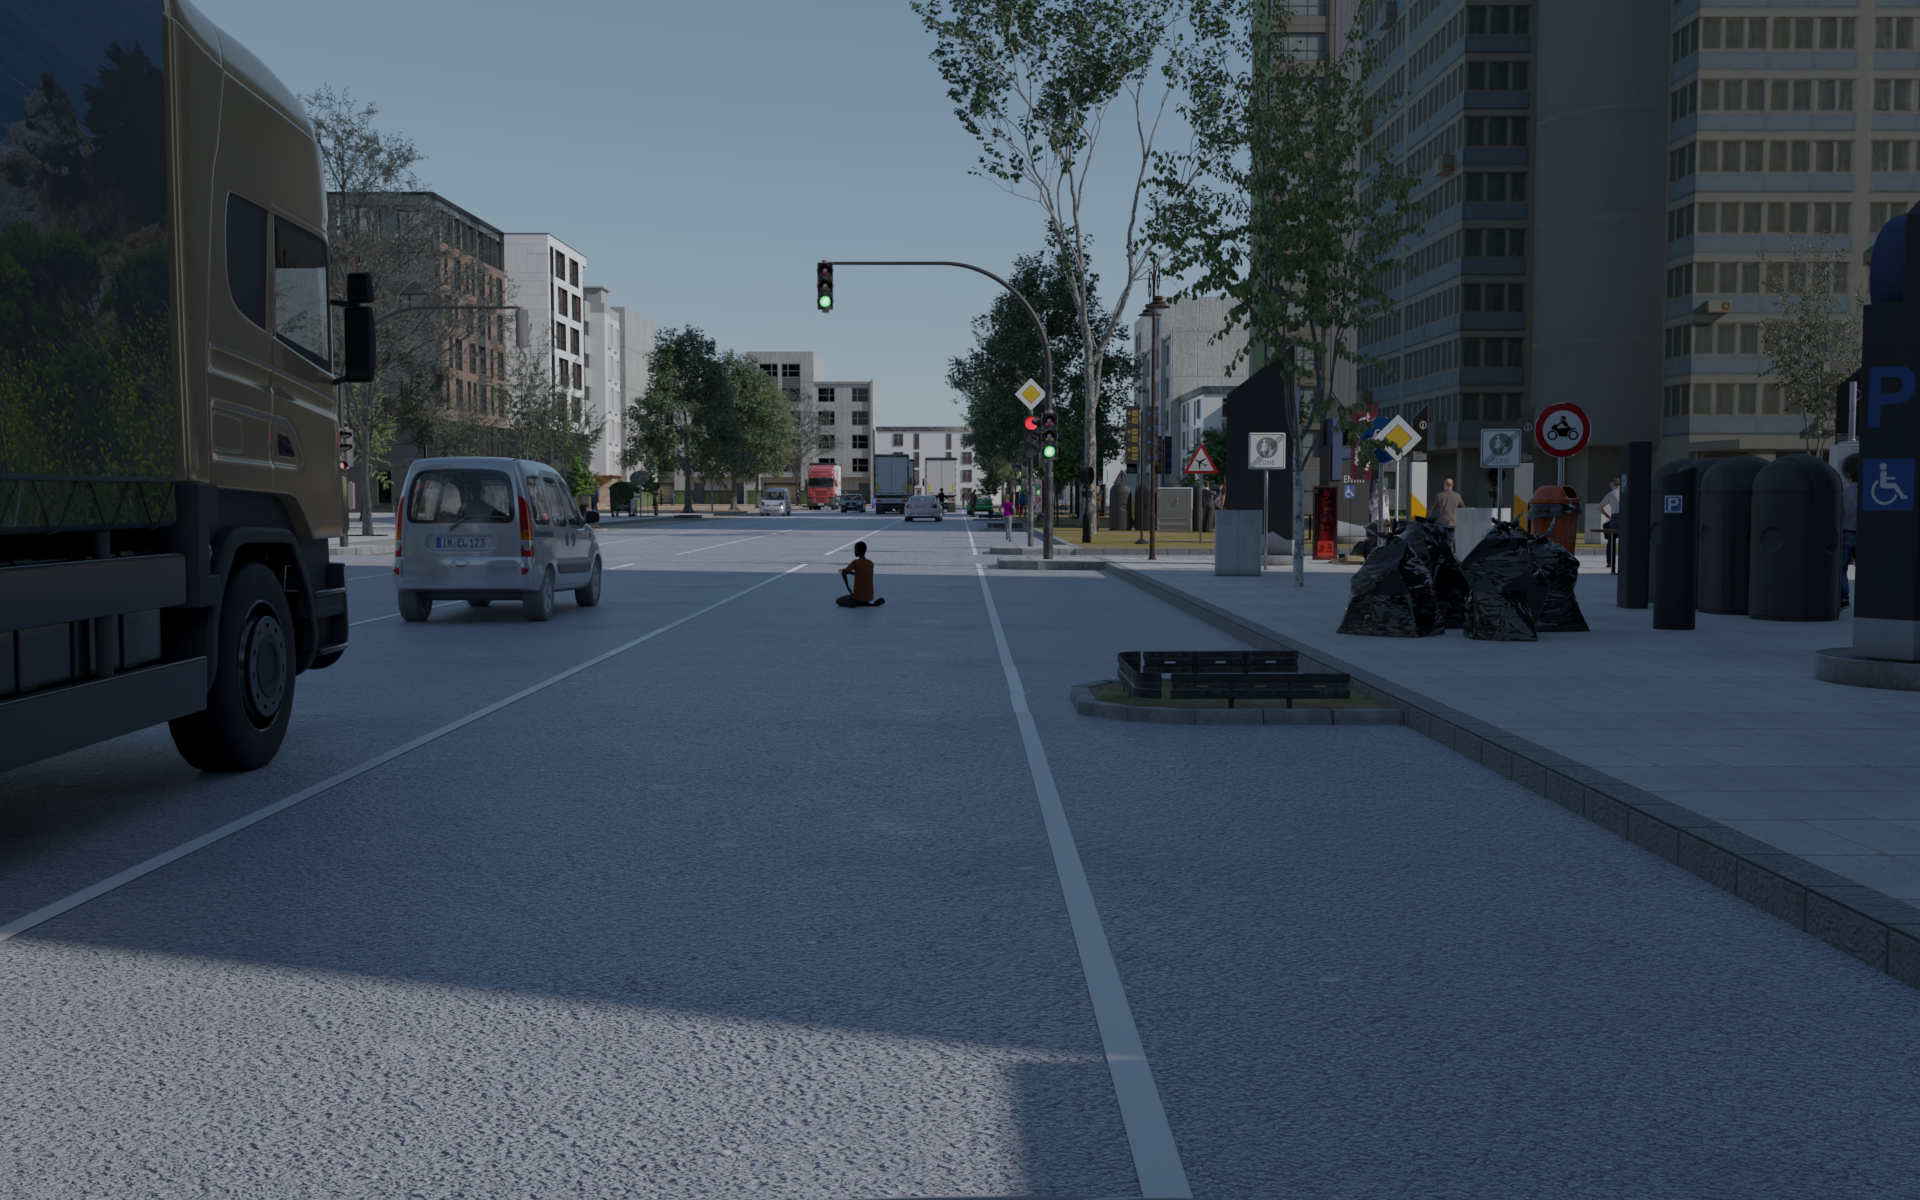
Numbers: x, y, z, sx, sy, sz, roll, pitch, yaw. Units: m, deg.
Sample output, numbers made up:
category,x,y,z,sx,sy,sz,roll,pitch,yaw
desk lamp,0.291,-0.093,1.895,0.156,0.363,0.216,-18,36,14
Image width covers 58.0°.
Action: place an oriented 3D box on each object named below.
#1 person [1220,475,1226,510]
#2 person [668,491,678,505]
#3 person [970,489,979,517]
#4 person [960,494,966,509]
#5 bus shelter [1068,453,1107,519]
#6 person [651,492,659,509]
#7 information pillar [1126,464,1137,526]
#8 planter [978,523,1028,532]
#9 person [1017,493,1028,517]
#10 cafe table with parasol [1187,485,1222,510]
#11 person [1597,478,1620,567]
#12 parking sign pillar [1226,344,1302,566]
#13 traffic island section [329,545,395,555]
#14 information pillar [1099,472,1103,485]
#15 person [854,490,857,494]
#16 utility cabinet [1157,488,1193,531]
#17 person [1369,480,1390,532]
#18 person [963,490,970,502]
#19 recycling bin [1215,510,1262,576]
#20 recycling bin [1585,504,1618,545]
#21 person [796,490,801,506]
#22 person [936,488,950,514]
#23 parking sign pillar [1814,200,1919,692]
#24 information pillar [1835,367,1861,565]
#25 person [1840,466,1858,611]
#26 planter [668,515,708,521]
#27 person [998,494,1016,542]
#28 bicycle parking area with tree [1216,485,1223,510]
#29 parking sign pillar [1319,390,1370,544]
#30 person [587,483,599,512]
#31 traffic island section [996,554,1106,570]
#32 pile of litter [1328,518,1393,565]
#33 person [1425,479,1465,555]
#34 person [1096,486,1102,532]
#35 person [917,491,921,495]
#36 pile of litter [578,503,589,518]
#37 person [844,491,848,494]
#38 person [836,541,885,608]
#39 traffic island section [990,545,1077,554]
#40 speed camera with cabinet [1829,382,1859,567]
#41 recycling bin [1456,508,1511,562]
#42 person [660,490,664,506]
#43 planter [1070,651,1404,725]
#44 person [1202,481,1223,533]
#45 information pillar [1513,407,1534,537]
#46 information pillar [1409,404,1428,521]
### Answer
category,x,y,z,sx,sy,sz,roll,pitch,yaw
person,7.282,-2.488,46.853,0.598,1.807,0.434,-1,4,-17
person,-33.083,-11.669,199.378,1.350,1.814,0.705,1,4,17
person,0.889,-5.988,107.088,0.565,1.739,0.600,3,4,38
person,0.369,-9.669,169.806,0.599,1.433,0.991,-3,5,-45
bus shelter,6.715,-7.021,92.422,2.179,5.291,8.768,0,4,0
person,-26.256,-8.701,149.021,0.721,1.735,1.217,-3,5,-43
information pillar,6.986,-4.834,70.389,0.504,3.616,0.183,3,4,37
planter,1.696,-2.790,66.751,1.991,0.319,1.994,0,3,0
person,3.515,-5.400,96.033,0.444,1.614,0.593,-3,5,-42
cafe table with parasol,12.389,-5.063,87.645,2.610,1.966,2.610,-3,4,-37
person,11.358,-1.331,30.015,0.614,1.554,0.590,1,4,12
parking sign pillar,5.528,-2.634,31.536,1.447,3.967,1.447,2,4,31
traffic island section,-14.984,-1.211,42.077,2.009,0.180,2.903,0,3,0
information pillar,8.701,-7.083,107.154,0.183,3.616,0.504,-2,4,-32
person,-8.929,-8.505,148.229,0.621,1.740,0.551,0,4,-6
utility cabinet,7.277,-3.060,58.709,1.173,1.500,0.318,1,4,14
person,8.958,-1.709,37.116,0.621,1.740,0.551,1,4,14
person,0.770,-8.744,151.476,1.348,1.823,0.705,3,5,41
recycling bin,4.397,-0.904,27.334,0.722,1.027,0.722,1,4,10
recycling bin,16.524,-1.948,44.399,0.722,1.027,0.722,-1,4,-11
person,-17.253,-10.917,184.987,0.683,1.767,0.568,1,4,16
person,-1.287,-7.075,123.800,1.348,1.869,0.705,3,5,44
parking sign pillar,6.636,-1.421,11.702,1.447,3.967,1.447,-2,4,-33
information pillar,16.117,-2.448,31.372,0.183,3.616,0.504,-3,5,-44
person,9.760,-0.667,18.911,0.963,1.587,0.435,0,4,0
planter,-14.729,-4.458,94.025,1.991,0.319,1.994,0,3,0
person,1.443,-2.446,51.720,0.726,1.435,0.776,1,4,14
bicycle parking area with tree,14.428,-6.590,94.753,9.016,4.147,8.231,2,4,33
parking sign pillar,9.988,-3.454,44.945,1.447,3.967,1.447,-2,4,-24
person,-17.666,-4.723,83.129,0.709,1.838,0.599,3,5,41
traffic island section,1.747,-0.723,34.108,2.009,0.180,2.903,0,3,0
pile of litter,7.505,-1.075,31.544,1.176,0.858,1.719,-2,4,-29
person,10.462,-1.729,37.316,0.990,1.755,0.434,0,4,-3
person,4.518,-3.030,57.851,0.388,1.546,0.482,-2,4,-35
person,-3.473,-8.626,150.329,0.721,1.735,1.217,-3,5,-40
pile of litter,-19.178,-4.521,87.878,1.719,0.858,1.176,1,4,17
person,-12.548,-11.092,189.944,1.348,1.812,0.705,1,4,20
person,-1.357,-0.324,22.080,0.655,0.850,0.859,3,5,43
traffic island section,1.737,-1.212,42.093,2.009,0.180,2.903,0,3,0
speed camera with cabinet,15.022,-2.216,30.568,2.038,3.252,0.660,1,4,13
recycling bin,9.388,-1.134,31.090,0.722,1.027,0.722,3,5,44
person,-32.804,-11.251,190.706,0.721,1.735,1.217,1,4,13
planter,1.762,0.575,11.732,1.991,0.319,1.994,0,3,0
person,8.337,-3.094,57.432,0.742,1.727,0.445,0,4,4
information pillar,15.126,-3.368,46.429,0.504,3.616,0.183,1,4,17
information pillar,11.915,-3.278,44.957,0.504,3.616,0.183,-1,4,-23
